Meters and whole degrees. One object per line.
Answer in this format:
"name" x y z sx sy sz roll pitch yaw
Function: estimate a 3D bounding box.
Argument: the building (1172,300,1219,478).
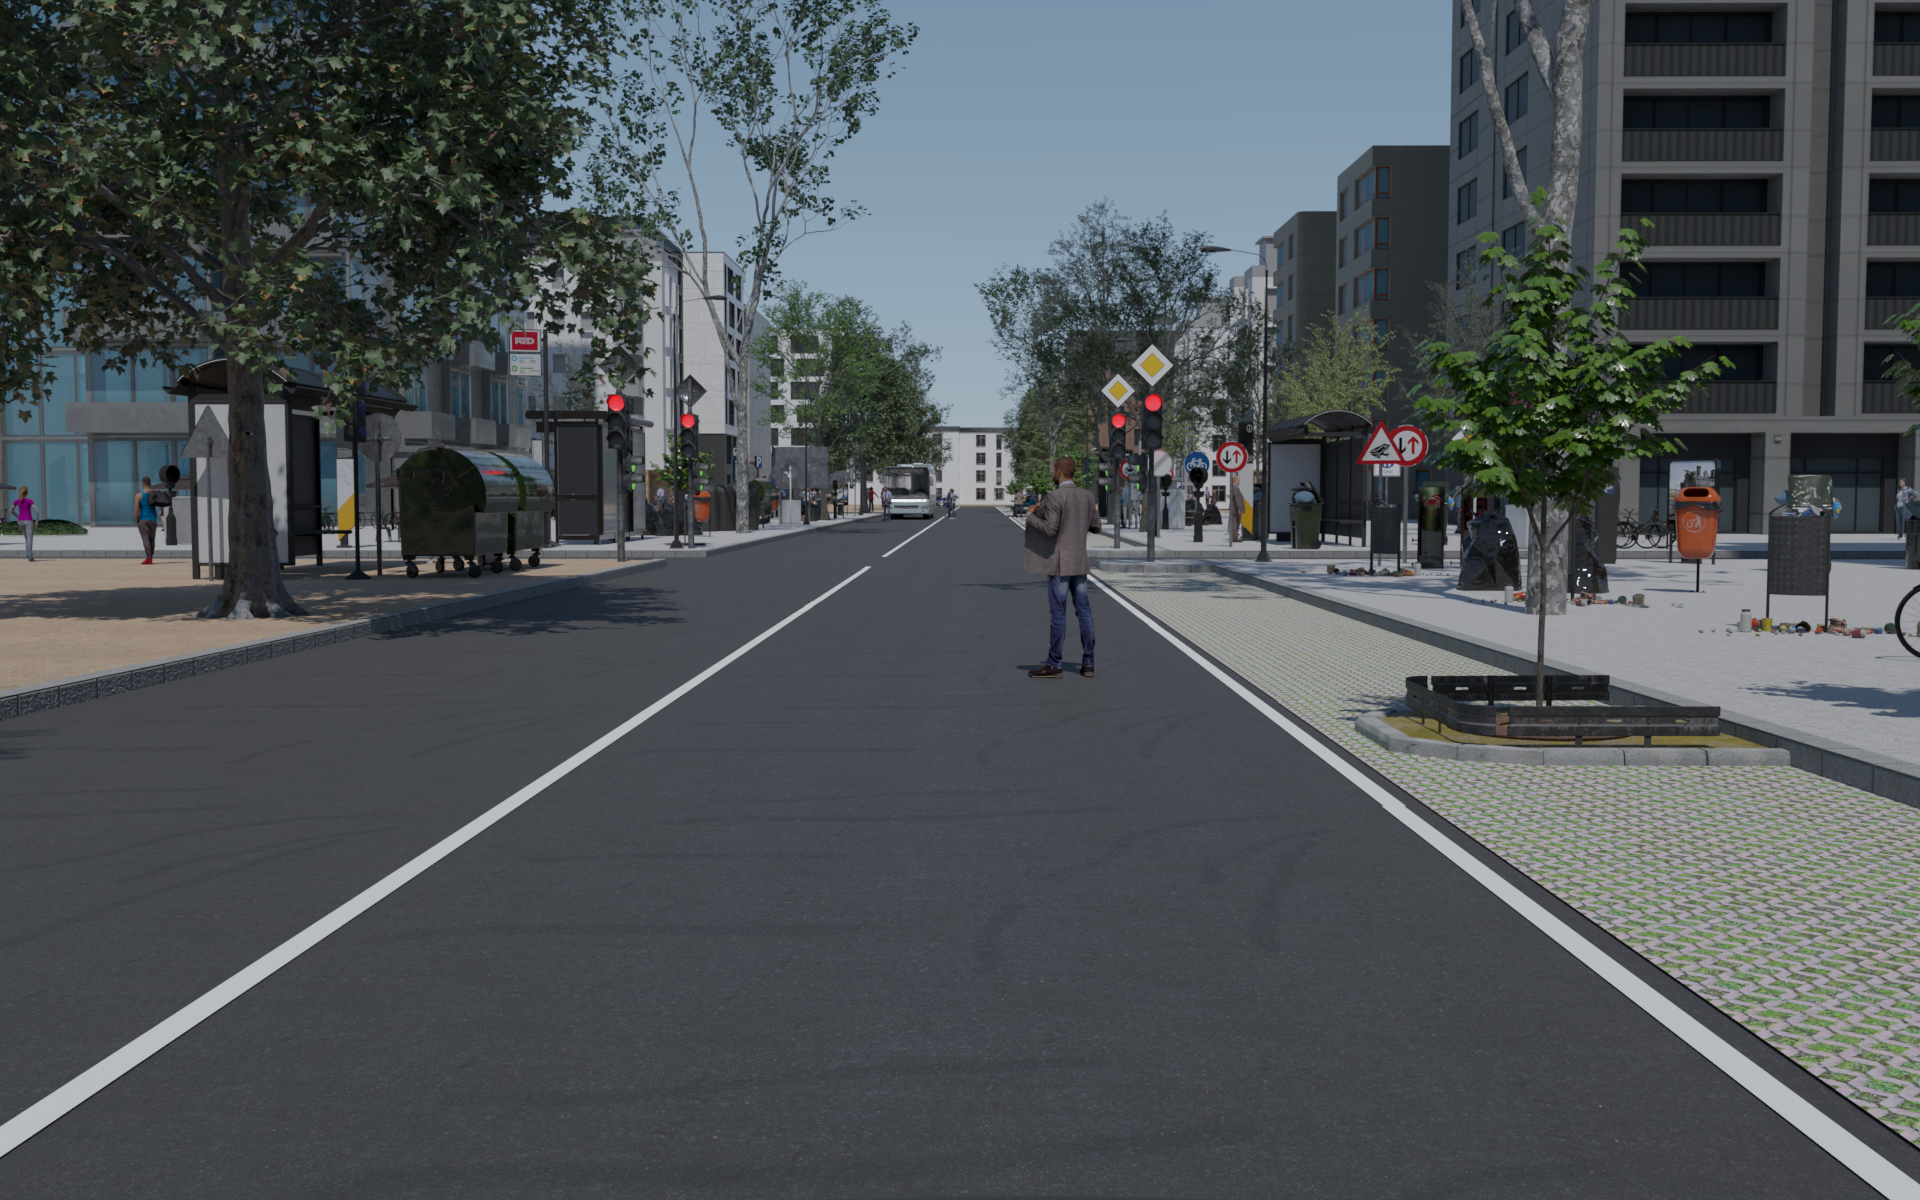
"building" 29.397 -19.298 171.935 16.016 20.091 11.380 0 4 1

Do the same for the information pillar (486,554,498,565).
"information pillar" -8.529 -1.638 31.274 0.304 2.012 0.304 -2 4 -24

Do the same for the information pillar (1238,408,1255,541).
"information pillar" 7.795 -3.416 47.204 0.504 3.616 0.183 -2 4 -31

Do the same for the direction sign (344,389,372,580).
"direction sign" -9.069 -2.079 25.994 0.379 3.537 0.876 0 3 0

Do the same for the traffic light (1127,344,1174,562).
"traffic light" 3.584 -2.670 32.582 0.839 4.253 0.868 0 4 1

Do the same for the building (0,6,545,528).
"building" -32.924 -28.074 78.623 23.786 49.044 30.456 0 4 1

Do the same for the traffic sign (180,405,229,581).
"traffic sign" -11.005 -1.553 25.387 0.884 2.594 0.081 0 4 3

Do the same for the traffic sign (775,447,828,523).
"traffic sign" -6.813 -4.933 74.529 2.265 3.308 0.079 0 4 2

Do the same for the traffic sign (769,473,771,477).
"traffic sign" -10.522 -6.018 98.504 0.768 2.556 0.104 0 4 6

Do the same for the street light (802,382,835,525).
"street light" -5.880 -6.093 72.168 1.470 5.913 1.316 0 4 1

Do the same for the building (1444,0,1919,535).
"building" 30.989 -38.180 62.496 20.611 71.187 20.563 0 4 1

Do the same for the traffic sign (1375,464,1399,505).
"traffic sign" 10.069 -2.372 40.906 0.606 2.300 0.079 0 4 6

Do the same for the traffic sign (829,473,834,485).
"traffic sign" -7.442 -6.294 103.005 0.768 2.556 0.104 0 4 6

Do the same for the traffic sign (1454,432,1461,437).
"traffic sign" 8.618 -1.785 28.912 0.795 2.593 0.064 1 4 10

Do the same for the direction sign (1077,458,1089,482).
"direction sign" 7.704 -7.143 108.787 0.876 3.537 0.379 3 4 36

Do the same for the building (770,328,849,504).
"building" -30.323 -23.460 227.544 32.646 21.610 27.936 0 4 1

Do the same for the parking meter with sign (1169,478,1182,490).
"parking meter with sign" 10.242 -5.290 82.756 0.543 3.016 1.738 -2 4 -29

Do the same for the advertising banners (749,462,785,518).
"advertising banners" -10.469 -5.974 93.858 2.074 3.025 0.090 -2 4 -29

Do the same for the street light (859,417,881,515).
"street light" -5.431 -8.056 104.261 1.470 5.913 1.316 0 4 1

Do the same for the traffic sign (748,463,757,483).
"traffic sign" -8.728 -4.350 71.231 0.768 2.556 0.104 0 4 4

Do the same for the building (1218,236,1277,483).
"building" 28.765 -16.890 132.563 16.016 20.091 11.380 0 4 1

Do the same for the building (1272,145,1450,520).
"building" 34.400 -15.619 100.415 27.650 21.520 28.899 0 4 1

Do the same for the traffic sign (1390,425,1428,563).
"traffic sign" 8.224 -1.948 31.952 0.768 2.556 0.104 0 4 7

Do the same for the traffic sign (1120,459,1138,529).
"traffic sign" 6.158 -3.838 62.860 0.768 2.556 0.104 0 4 7

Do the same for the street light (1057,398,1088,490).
"street light" 5.577 -6.781 83.413 1.470 5.913 1.316 0 4 1

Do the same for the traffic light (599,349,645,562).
"traffic light" -6.397 -2.676 32.674 0.839 4.253 0.868 0 4 1

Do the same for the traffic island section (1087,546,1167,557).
"traffic island section" 3.710 -1.125 40.680 2.009 0.180 2.903 0 4 1

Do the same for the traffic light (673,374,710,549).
"traffic light" -6.311 -3.164 40.658 0.839 4.253 0.868 0 4 1

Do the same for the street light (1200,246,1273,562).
"street light" 5.194 -3.670 32.551 1.470 5.913 1.316 0 4 1

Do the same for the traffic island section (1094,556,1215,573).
"traffic island section" 3.624 -0.637 32.695 2.009 0.180 2.903 0 4 1

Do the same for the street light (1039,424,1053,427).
"street light" 5.949 -8.755 115.693 1.470 5.913 1.316 0 4 1

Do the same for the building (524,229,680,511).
"building" -28.040 -16.240 121.949 16.016 20.091 11.380 0 4 1

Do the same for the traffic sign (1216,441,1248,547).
"traffic sign" 6.533 -2.545 41.716 0.768 2.556 0.104 0 4 1

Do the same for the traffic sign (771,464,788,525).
"traffic sign" -7.552 -4.450 72.858 0.768 2.556 0.104 0 4 2

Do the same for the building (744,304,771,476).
"building" -35.269 -18.555 169.836 31.486 18.905 16.747 0 4 1

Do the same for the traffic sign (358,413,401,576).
"traffic sign" -9.137 -1.657 27.193 0.768 2.556 0.104 1 4 9

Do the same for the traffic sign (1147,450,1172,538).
"traffic sign" 5.793 -3.079 50.439 0.768 2.556 0.104 0 4 7

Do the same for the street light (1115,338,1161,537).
"street light" 5.315 -4.846 51.772 1.470 5.913 1.316 0 4 1

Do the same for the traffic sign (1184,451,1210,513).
"traffic sign" 7.054 -3.154 51.669 0.768 2.556 0.104 0 4 7

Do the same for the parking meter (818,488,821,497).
"parking meter" -8.140 -5.874 101.743 0.399 1.863 0.255 2 4 30

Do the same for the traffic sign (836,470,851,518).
"traffic sign" -6.238 -5.658 92.610 0.768 2.556 0.104 0 4 6

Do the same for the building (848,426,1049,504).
"building" -0.065 -16.904 218.532 28.070 9.664 9.099 0 4 1

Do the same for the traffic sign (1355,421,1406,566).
"traffic sign" 7.485 -1.886 30.841 0.884 2.594 0.081 1 4 9

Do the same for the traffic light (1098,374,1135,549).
"traffic light" 3.670 -3.159 40.566 0.839 4.253 0.868 0 4 1

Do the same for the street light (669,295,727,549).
"street light" -6.124 -4.159 40.547 1.470 5.913 1.316 0 4 1

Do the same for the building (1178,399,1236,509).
"building" 25.208 -12.872 152.610 9.099 9.664 28.070 0 4 1

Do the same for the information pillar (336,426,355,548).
"information pillar" -14.600 -3.046 41.163 0.504 3.616 0.183 1 4 20

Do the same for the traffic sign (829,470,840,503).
"traffic sign" -6.740 -5.775 94.428 0.884 2.594 0.081 0 4 4

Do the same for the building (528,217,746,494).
"building" -33.833 -18.357 144.108 27.936 21.610 32.646 0 4 1

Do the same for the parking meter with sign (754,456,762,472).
"parking meter with sign" -9.961 -5.077 79.263 1.738 3.016 0.543 1 4 22

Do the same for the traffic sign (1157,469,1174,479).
"traffic sign" 9.380 -4.837 79.193 0.768 2.556 0.104 0 4 4

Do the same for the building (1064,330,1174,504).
"building" 30.504 -23.410 226.723 32.646 21.610 27.936 0 4 1

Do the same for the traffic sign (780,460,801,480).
"traffic sign" -6.491 -4.065 66.191 0.795 2.593 0.064 0 4 1

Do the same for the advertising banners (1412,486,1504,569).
"advertising banners" 8.799 -2.047 29.654 2.074 3.025 0.090 0 4 0

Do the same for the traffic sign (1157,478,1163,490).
"traffic sign" 10.217 -5.345 87.402 0.884 2.594 0.081 0 4 8
